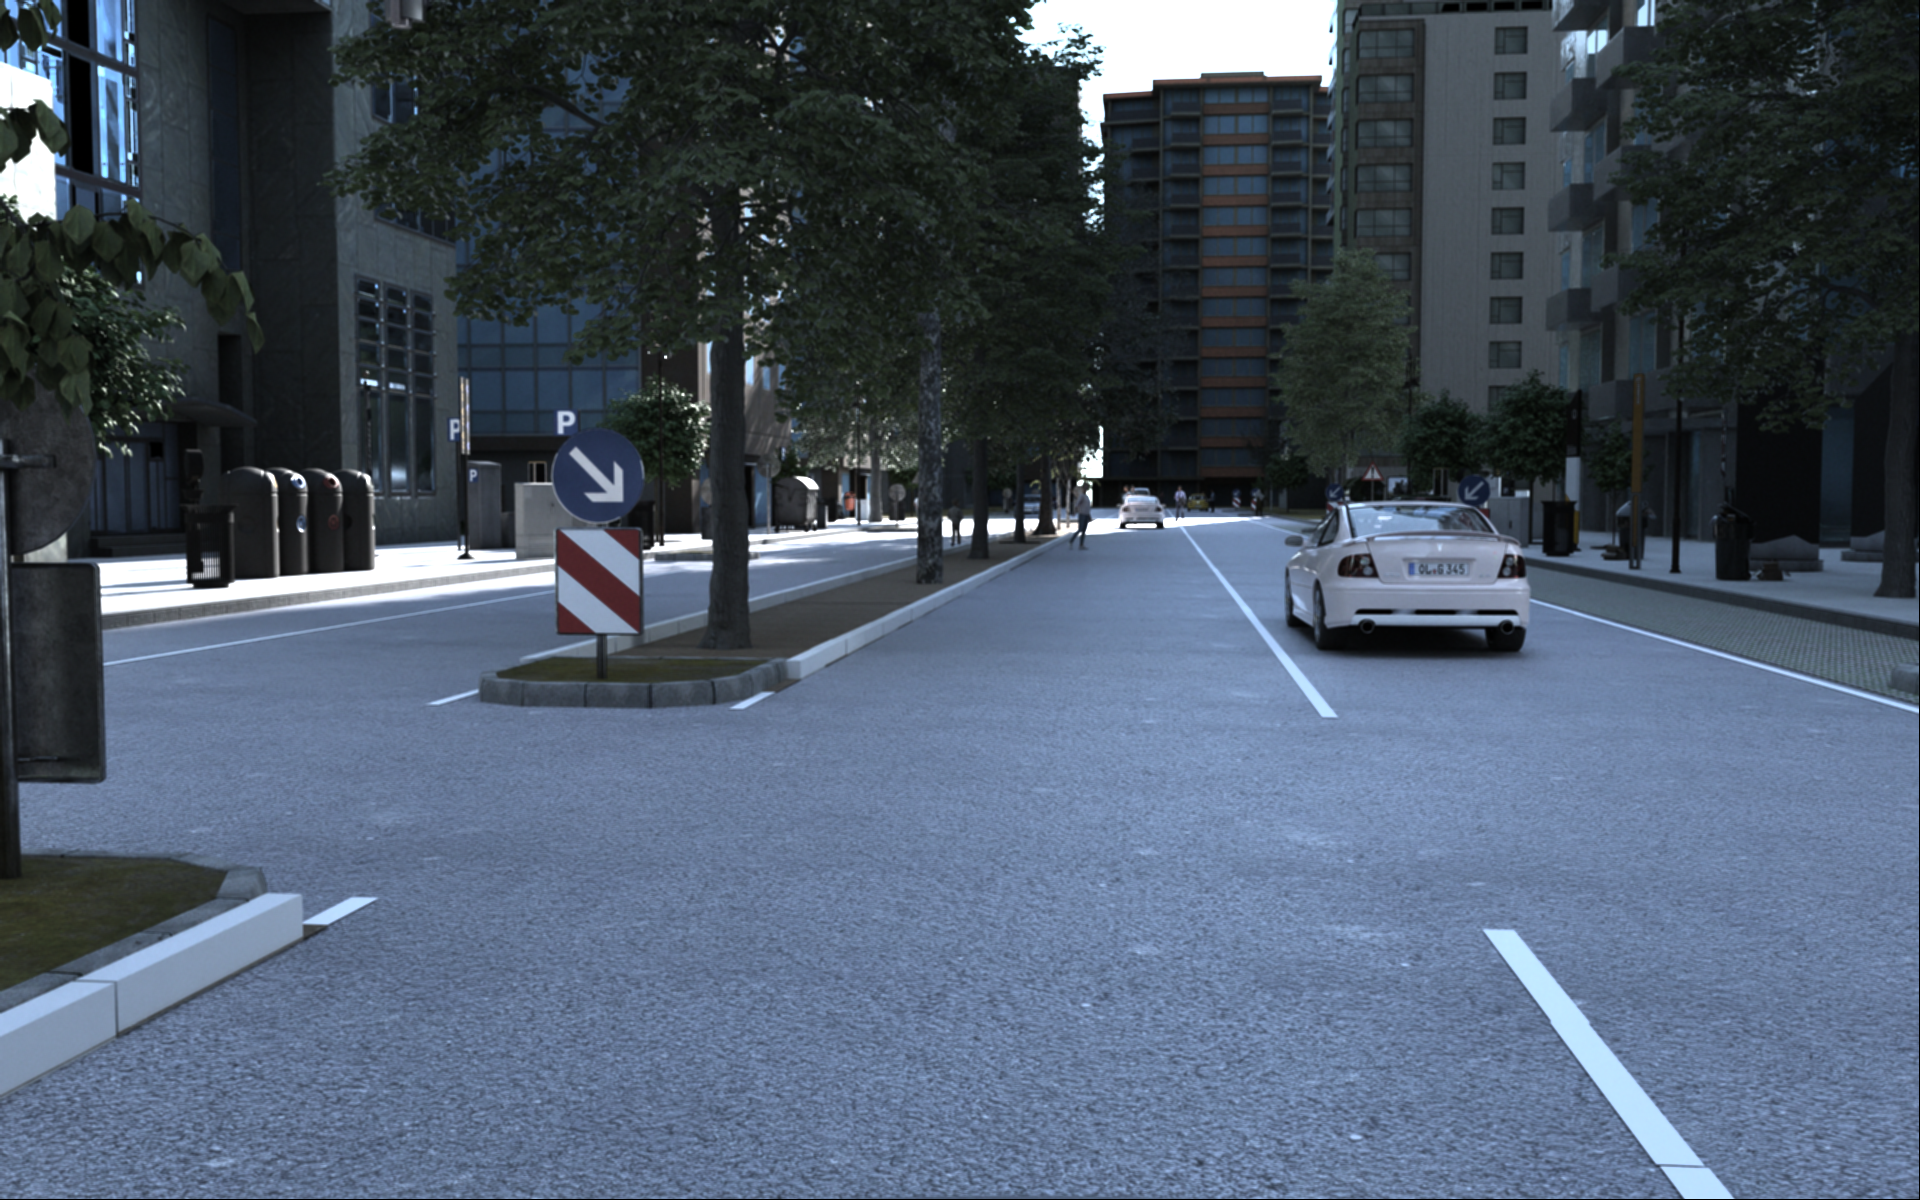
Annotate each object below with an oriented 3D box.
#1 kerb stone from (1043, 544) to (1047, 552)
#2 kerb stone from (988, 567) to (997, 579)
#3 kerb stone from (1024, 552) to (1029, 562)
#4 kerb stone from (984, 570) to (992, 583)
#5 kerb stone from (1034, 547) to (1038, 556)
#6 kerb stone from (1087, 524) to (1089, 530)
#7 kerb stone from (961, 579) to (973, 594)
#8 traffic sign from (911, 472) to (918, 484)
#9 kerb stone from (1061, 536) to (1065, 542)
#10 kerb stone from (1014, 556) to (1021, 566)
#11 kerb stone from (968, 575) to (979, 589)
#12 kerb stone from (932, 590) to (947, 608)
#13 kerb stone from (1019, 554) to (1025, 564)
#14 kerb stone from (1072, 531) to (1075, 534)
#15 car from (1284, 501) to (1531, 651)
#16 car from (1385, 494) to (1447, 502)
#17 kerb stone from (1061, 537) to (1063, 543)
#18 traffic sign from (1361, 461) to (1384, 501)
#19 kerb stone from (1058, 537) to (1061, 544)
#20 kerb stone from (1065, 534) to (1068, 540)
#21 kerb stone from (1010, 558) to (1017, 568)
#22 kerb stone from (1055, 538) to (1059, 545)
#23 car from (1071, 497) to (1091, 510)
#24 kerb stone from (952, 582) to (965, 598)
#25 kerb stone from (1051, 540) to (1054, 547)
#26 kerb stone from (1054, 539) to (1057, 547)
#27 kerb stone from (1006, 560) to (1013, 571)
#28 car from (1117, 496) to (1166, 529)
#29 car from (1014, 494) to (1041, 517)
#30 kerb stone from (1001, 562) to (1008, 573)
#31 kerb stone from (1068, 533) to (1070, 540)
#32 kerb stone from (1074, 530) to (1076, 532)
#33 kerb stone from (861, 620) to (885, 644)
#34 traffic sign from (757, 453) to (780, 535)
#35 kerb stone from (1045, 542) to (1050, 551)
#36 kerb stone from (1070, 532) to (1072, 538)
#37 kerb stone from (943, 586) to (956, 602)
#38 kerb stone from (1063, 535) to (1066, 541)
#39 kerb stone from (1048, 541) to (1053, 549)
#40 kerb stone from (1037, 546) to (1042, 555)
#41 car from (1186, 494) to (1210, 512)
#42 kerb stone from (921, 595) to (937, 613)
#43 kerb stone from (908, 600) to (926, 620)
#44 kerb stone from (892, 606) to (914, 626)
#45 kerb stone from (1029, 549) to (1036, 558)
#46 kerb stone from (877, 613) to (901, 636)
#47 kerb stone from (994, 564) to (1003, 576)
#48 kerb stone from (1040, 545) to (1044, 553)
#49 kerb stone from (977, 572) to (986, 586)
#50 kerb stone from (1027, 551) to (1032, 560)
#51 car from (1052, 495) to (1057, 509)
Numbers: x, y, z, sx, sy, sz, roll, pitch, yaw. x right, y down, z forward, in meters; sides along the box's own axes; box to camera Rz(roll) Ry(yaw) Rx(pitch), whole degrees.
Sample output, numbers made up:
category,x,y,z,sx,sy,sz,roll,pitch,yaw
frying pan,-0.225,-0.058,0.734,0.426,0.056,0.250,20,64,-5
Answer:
category,x,y,z,sx,sy,sz,roll,pitch,yaw
kerb stone,1.980,-1.228,42.322,0.120,0.150,1.000,0,4,6
kerb stone,0.478,-0.413,29.091,0.120,0.150,1.000,0,4,6
kerb stone,1.286,-0.854,36.208,0.120,0.150,1.000,0,4,6
kerb stone,0.372,-0.355,28.074,0.120,0.150,1.000,0,4,6
kerb stone,1.620,-1.044,39.261,0.120,0.150,1.000,0,4,6
kerb stone,4.958,-2.850,68.794,0.120,0.150,1.000,0,4,6
kerb stone,0.036,-0.173,25.025,0.120,0.150,1.000,0,4,6
traffic sign,-2.043,-5.375,87.877,0.884,2.594,0.081,0,4,8
kerb stone,2.892,-1.729,50.472,0.120,0.150,1.000,0,4,6
kerb stone,1.060,-0.732,34.170,0.120,0.150,1.000,0,4,6
kerb stone,0.145,-0.232,26.042,0.120,0.150,1.000,0,4,6
kerb stone,-0.313,0.013,21.978,0.120,0.150,1.000,0,4,6
kerb stone,1.174,-0.795,35.192,0.120,0.150,1.000,0,4,6
kerb stone,3.590,-2.103,56.580,0.120,0.150,1.000,0,4,6
car,4.330,-0.297,17.226,2.083,1.381,4.827,0,4,5
car,10.961,-1.970,41.999,2.009,1.686,4.222,0,4,7
kerb stone,2.780,-1.665,49.456,0.120,0.150,1.000,0,4,6
traffic sign,16.281,-4.181,68.370,0.884,2.594,0.081,1,4,15
kerb stone,2.668,-1.604,48.435,0.120,0.150,1.000,0,4,6
kerb stone,3.120,-1.853,52.508,0.120,0.150,1.000,0,4,6
kerb stone,0.943,-0.662,33.155,0.120,0.150,1.000,0,4,6
kerb stone,2.558,-1.543,47.416,0.120,0.150,1.000,0,4,6
car,10.623,-8.688,154.416,2.083,1.381,4.827,0,4,6
kerb stone,-0.087,-0.109,24.011,0.120,0.150,1.000,0,4,6
kerb stone,2.320,-1.418,45.376,0.120,0.150,1.000,0,4,6
kerb stone,2.437,-1.475,46.401,0.120,0.150,1.000,0,4,6
kerb stone,0.836,-0.608,32.138,0.120,0.150,1.000,0,4,6
car,7.662,-3.719,73.161,2.083,1.381,4.827,0,4,5
car,4.335,-5.740,105.846,2.014,1.417,4.499,0,4,8
kerb stone,0.711,-0.544,31.122,0.120,0.150,1.000,0,4,6
kerb stone,3.235,-1.915,53.526,0.120,0.150,1.000,0,4,6
kerb stone,3.700,-2.165,57.600,0.120,0.150,1.000,0,4,6
kerb stone,-0.892,0.327,16.881,0.120,0.150,1.000,0,4,6
traffic sign,-5.993,-3.307,54.178,0.768,2.556,0.104,1,4,10
kerb stone,2.097,-1.293,43.339,0.120,0.150,1.000,0,4,6
kerb stone,3.354,-1.978,54.543,0.120,0.150,1.000,0,4,6
kerb stone,-0.205,-0.049,22.995,0.120,0.150,1.000,0,4,6
kerb stone,2.999,-1.792,51.489,0.120,0.150,1.000,0,4,6
kerb stone,2.218,-1.356,44.358,0.120,0.150,1.000,0,4,6
kerb stone,1.747,-1.096,40.285,0.120,0.150,1.000,0,4,6
car,19.674,-8.132,143.186,2.015,1.641,3.980,0,4,7
kerb stone,-0.432,0.075,20.963,0.120,0.150,1.000,0,4,6
kerb stone,-0.541,0.138,19.947,0.120,0.150,1.000,0,4,6
kerb stone,-0.664,0.201,18.932,0.120,0.150,1.000,0,4,6
kerb stone,1.518,-0.981,38.241,0.120,0.150,1.000,0,4,6
kerb stone,-0.771,0.266,17.907,0.120,0.150,1.000,0,4,6
kerb stone,0.591,-0.484,30.106,0.120,0.150,1.000,0,4,6
kerb stone,1.860,-1.169,41.305,0.120,0.150,1.000,0,4,6
kerb stone,0.255,-0.297,27.058,0.120,0.150,1.000,0,4,6
kerb stone,1.405,-0.915,37.223,0.120,0.150,1.000,0,4,6
car,8.289,-9.095,161.278,1.945,1.354,3.894,0,4,6
